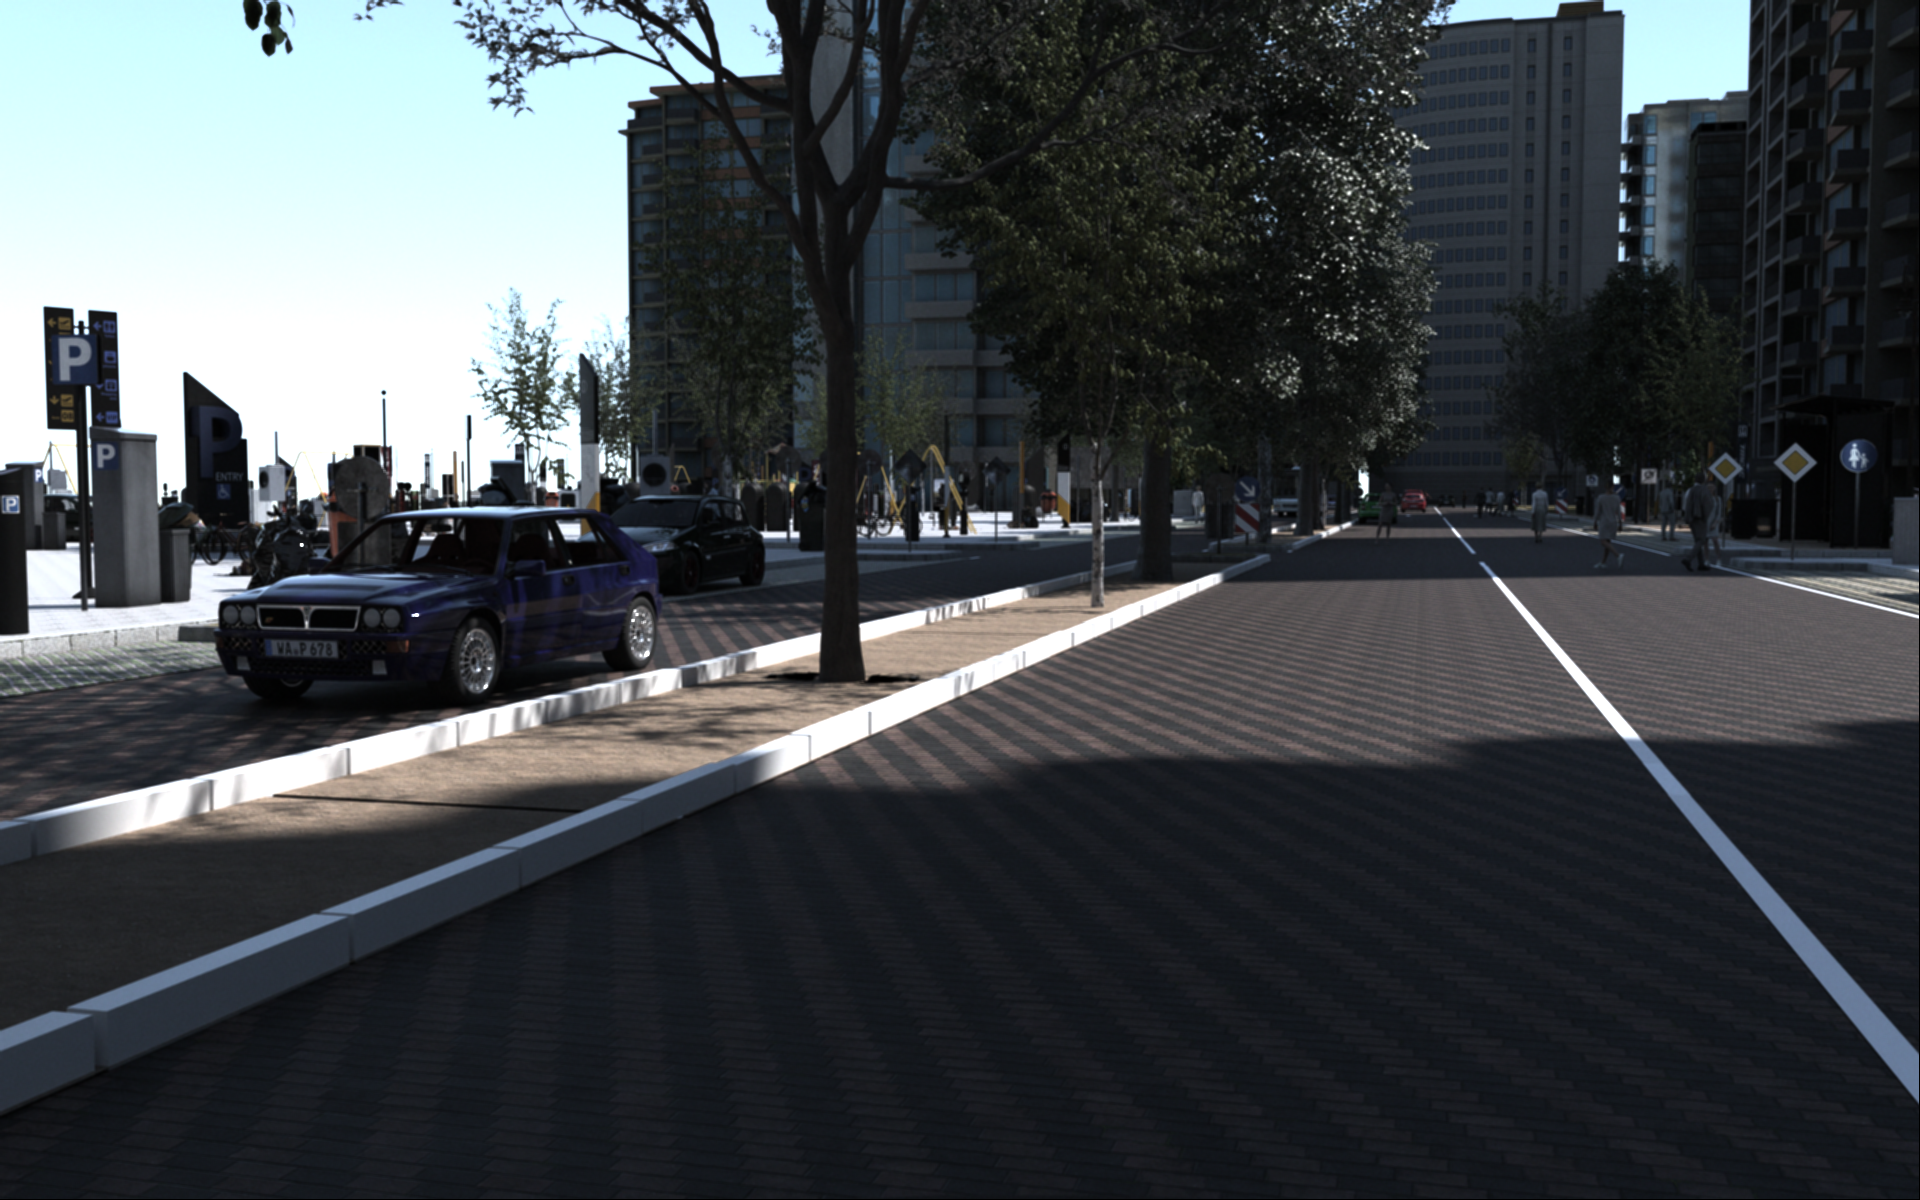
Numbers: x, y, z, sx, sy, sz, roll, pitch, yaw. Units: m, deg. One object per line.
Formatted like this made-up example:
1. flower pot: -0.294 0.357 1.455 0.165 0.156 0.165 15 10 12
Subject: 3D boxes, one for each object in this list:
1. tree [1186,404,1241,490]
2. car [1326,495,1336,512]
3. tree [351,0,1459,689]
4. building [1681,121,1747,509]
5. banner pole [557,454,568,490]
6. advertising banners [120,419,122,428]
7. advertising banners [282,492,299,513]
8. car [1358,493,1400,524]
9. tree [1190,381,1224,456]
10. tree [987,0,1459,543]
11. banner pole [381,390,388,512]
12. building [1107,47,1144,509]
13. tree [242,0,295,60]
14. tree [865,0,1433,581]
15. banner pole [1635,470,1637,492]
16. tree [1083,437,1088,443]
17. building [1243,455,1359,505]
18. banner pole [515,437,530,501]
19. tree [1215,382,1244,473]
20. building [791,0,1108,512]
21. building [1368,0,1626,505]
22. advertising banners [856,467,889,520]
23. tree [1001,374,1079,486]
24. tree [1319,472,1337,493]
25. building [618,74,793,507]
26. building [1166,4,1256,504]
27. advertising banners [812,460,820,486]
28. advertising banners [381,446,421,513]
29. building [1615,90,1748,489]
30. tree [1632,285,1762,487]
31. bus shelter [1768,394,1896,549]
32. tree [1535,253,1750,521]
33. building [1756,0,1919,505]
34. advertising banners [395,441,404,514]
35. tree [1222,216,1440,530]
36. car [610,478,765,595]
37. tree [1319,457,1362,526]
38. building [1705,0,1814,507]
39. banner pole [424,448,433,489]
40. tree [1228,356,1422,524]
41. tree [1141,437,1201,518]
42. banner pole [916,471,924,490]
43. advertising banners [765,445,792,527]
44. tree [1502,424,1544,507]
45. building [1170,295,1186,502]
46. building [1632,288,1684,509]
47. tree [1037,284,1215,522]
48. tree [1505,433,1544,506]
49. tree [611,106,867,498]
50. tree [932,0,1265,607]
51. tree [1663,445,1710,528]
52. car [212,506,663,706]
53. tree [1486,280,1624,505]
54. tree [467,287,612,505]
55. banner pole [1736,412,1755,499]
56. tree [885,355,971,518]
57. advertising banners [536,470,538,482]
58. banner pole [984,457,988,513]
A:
1. tree: 16.772 -10.089 115.320 4.360 8.622 3.978 0 3 0
2. car: 29.082 -7.471 134.729 1.945 1.354 3.894 1 4 16
3. tree: -0.911 -6.107 12.676 12.009 13.543 11.850 0 3 0
4. building: 64.164 -22.288 136.117 14.160 30.474 14.107 1 4 15
5. banner pole: -24.554 -7.174 107.306 0.863 3.779 0.401 -1 4 -14
6. advertising banners: -20.367 -2.765 41.393 0.090 3.025 2.074 -3 5 -44
7. advertising banners: -45.238 -7.321 115.884 2.074 3.025 0.090 1 4 10
8. car: 20.371 -4.618 84.295 1.959 1.807 4.718 1 4 15
9. tree: 20.061 -12.282 126.572 9.928 11.665 9.643 0 3 0
10. tree: 7.502 -11.645 48.735 12.611 20.169 13.585 0 3 0
11. banner pole: -13.908 -3.176 41.941 0.401 3.779 0.863 -1 4 -16
12. building: 10.082 -31.176 159.840 14.600 45.320 14.200 1 4 15
13. tree: -2.965 -3.170 4.648 4.360 8.622 3.978 0 3 0
14. tree: 3.214 -7.297 28.412 9.857 13.997 8.962 0 3 0
15. banner pole: 37.436 -6.451 95.498 0.863 3.779 0.401 -2 4 -33
16. tree: 6.871 -10.037 114.462 4.360 8.622 3.978 0 3 0
17. building: 43.174 -27.310 218.226 14.107 30.474 14.160 1 4 15
18. banner pole: -19.000 -5.225 75.440 0.863 3.779 0.401 0 4 7
19. tree: 14.212 -11.396 104.454 7.486 12.596 7.792 0 3 0
20. building: 0.233 -31.784 139.284 23.786 49.044 30.456 1 4 15
21. building: 65.307 -41.086 213.757 28.212 58.520 21.231 1 4 15
22. advertising banners: -4.570 -5.509 86.258 2.074 3.025 0.090 -1 4 -18
23. tree: 4.309 -9.434 104.609 4.360 8.622 3.978 0 3 0
24. tree: 22.230 -9.051 100.797 4.360 8.622 3.978 0 3 0
25. building: -19.713 -32.380 184.044 28.867 44.769 22.147 1 4 15
26. building: 26.568 -48.026 223.480 20.611 71.187 20.563 1 4 15
27. advertising banners: -8.099 -5.658 88.693 2.074 3.025 0.090 0 4 -5
28. advertising banners: -20.732 -4.160 64.208 0.090 3.025 2.074 2 4 24
29. building: 94.069 -35.991 208.064 30.456 49.044 23.786 1 4 15
30. tree: 25.800 -6.715 60.160 4.737 8.622 4.395 0 3 0
31. bus shelter: 21.860 -3.204 43.676 1.731 3.624 6.357 1 4 15
32. tree: 32.622 -10.146 82.890 9.611 12.733 9.660 0 3 0
33. building: 57.599 -26.814 93.037 22.147 44.769 28.867 1 4 15
34. advertising banners: -18.721 -3.762 57.693 0.090 3.025 2.074 -1 4 -15
35. tree: 14.184 -9.149 69.050 9.611 12.733 9.660 0 3 0
36. car: -4.292 -0.977 25.764 2.009 1.686 4.222 1 4 15
37. tree: 16.193 -7.575 76.665 4.737 8.622 4.395 0 3 0
38. building: 63.853 -41.515 117.023 20.563 71.187 20.611 1 4 15
39. banner pole: -28.899 -6.384 94.390 0.401 3.779 0.863 2 4 24
40. tree: 18.425 -9.507 83.656 9.928 11.665 9.643 0 3 0
41. tree: 11.309 -6.712 93.449 4.285 4.588 4.351 0 3 0
42. banner pole: -2.875 -8.045 121.558 0.863 3.779 0.401 -2 4 -28
43. advertising banners: -6.891 -4.082 62.925 2.074 3.025 0.090 3 4 38
44. tree: 56.231 -13.610 172.879 4.737 8.622 4.395 0 3 0
45. building: 15.987 -24.941 179.485 14.107 30.474 14.160 1 4 15
46. building: 77.110 -19.019 155.992 27.650 21.520 28.899 1 4 15
47. tree: 7.212 -9.934 80.544 7.486 12.596 7.792 0 3 0
48. tree: 58.872 -14.077 180.527 4.360 8.622 3.978 0 3 0
49. tree: -4.337 -5.117 34.024 4.737 8.622 4.395 0 3 0
50. tree: 1.711 -4.190 21.334 4.737 8.622 4.395 0 3 0
51. tree: 28.204 -4.405 66.629 1.663 3.219 1.824 0 3 0
52. car: -3.763 -0.032 13.111 1.945 1.354 3.894 1 4 16
53. tree: 51.882 -18.041 150.866 12.611 20.169 13.585 0 3 0
54. tree: -15.132 -6.771 61.075 4.737 8.622 4.395 0 3 0
55. banner pole: 23.882 -3.832 52.663 0.863 3.779 0.401 -2 4 -26
56. tree: -1.265 -8.598 90.934 4.360 8.622 3.978 0 3 0
57. advertising banners: -29.266 -7.596 120.378 0.090 3.025 2.074 -2 4 -23
58. banner pole: 1.735 -7.693 115.796 0.401 3.779 0.863 1 4 21
